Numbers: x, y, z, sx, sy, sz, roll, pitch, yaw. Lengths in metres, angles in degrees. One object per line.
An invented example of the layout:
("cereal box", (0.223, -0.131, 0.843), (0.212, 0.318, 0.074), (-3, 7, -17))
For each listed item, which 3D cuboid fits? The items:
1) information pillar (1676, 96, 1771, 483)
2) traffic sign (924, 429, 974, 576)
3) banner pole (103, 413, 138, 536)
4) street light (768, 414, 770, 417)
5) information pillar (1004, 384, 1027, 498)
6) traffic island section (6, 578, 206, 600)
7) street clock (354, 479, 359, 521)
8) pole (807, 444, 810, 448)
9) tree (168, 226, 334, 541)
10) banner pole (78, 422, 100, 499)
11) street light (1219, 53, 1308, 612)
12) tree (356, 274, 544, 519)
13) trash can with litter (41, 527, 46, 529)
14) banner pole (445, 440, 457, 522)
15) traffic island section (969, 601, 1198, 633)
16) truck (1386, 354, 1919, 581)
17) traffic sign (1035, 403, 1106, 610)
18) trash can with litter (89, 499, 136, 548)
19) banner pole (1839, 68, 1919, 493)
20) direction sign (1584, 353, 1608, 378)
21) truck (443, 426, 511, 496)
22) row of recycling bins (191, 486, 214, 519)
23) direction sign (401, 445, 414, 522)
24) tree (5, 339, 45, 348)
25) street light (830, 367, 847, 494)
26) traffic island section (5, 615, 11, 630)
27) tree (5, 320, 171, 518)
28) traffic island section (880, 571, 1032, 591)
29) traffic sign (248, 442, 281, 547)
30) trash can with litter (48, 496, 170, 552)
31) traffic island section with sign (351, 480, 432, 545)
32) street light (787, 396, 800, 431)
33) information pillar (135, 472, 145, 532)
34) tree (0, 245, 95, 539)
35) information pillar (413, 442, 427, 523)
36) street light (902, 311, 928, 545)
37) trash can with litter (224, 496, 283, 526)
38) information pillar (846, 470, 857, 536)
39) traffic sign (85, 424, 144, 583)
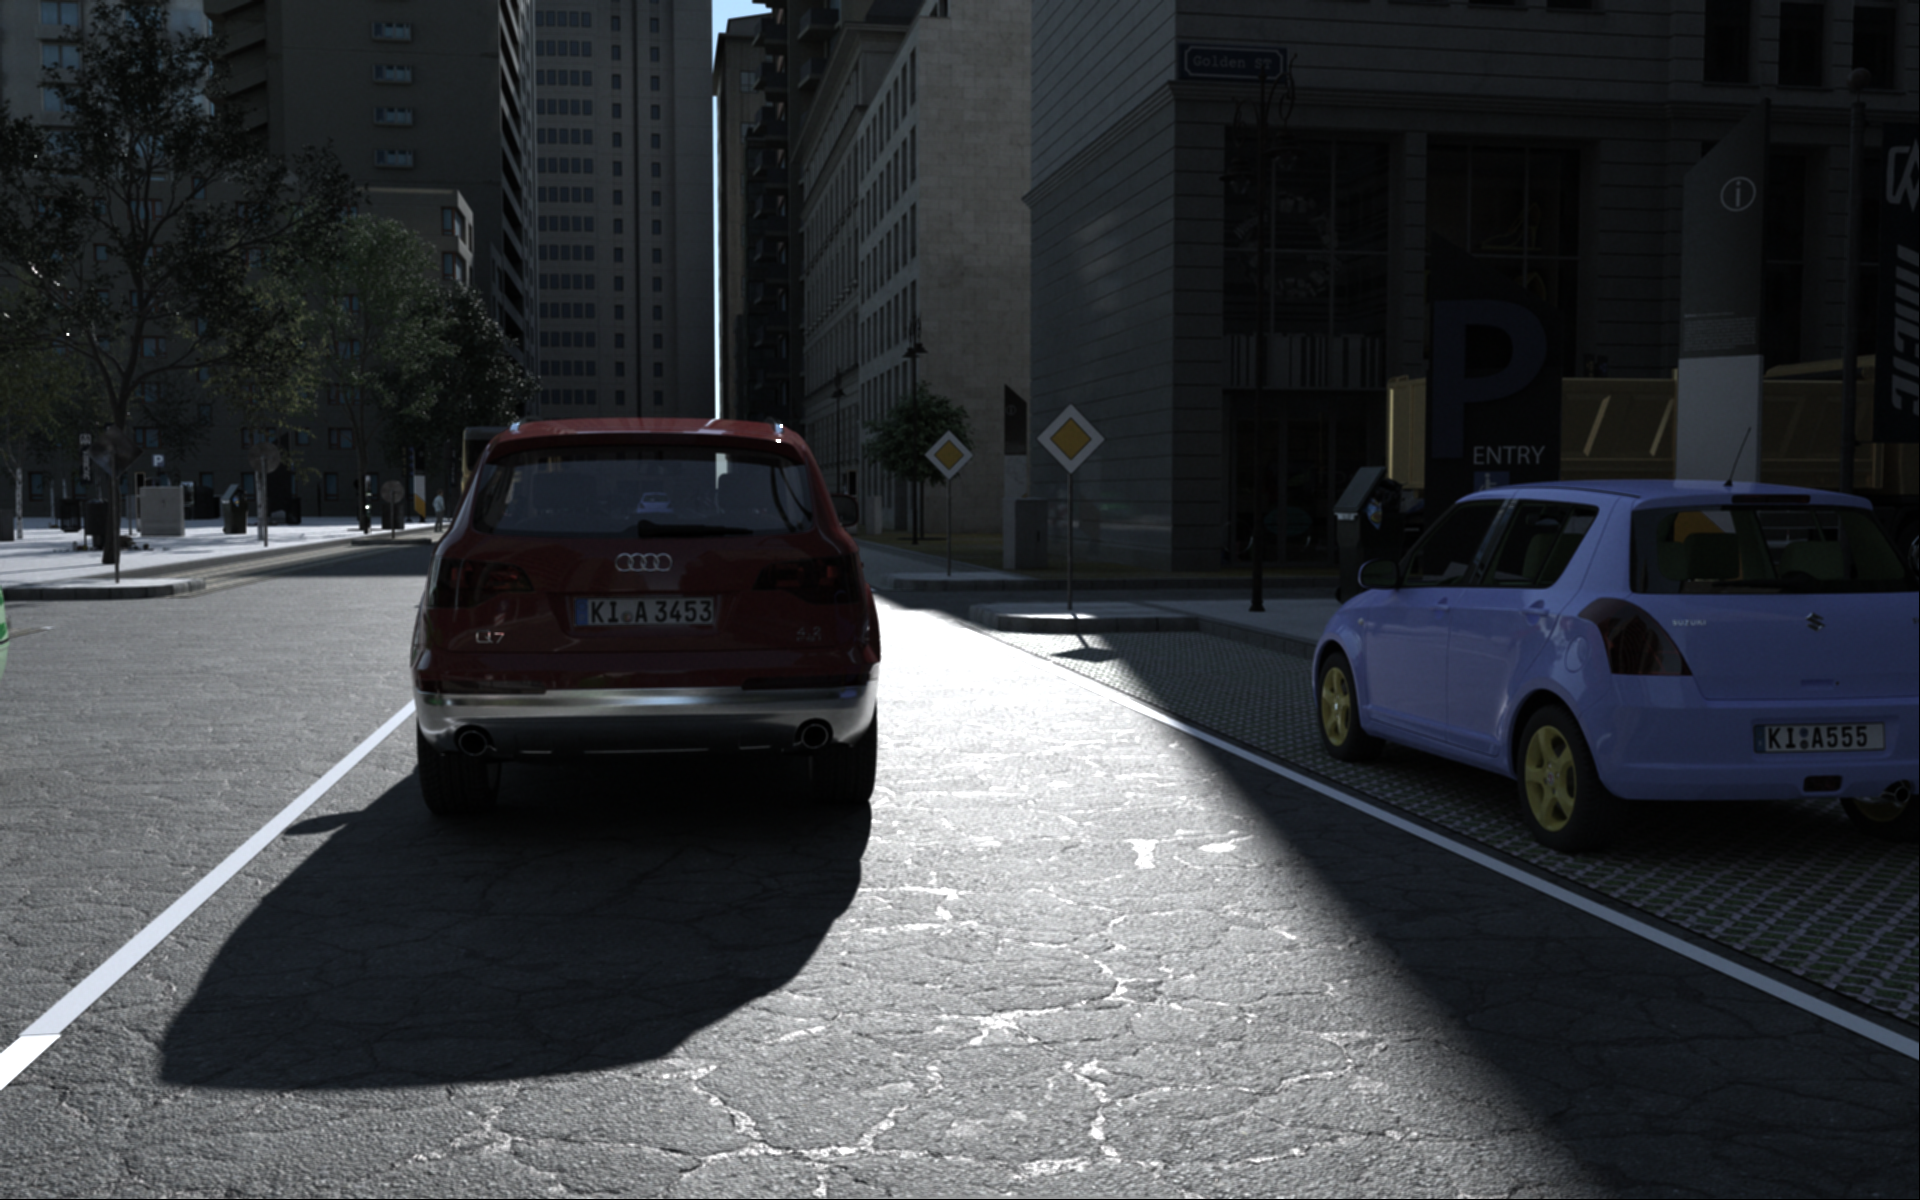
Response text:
("information pillar", (4.607, -1.169, 10.470), (0.504, 3.616, 0.183), (3, 5, 41))
("traffic sign", (-0.176, -1.427, 26.979), (0.795, 2.450, 0.064), (-1, 4, -10))
("banner pole", (-25.883, -3.876, 53.396), (0.863, 3.779, 0.401), (-2, 4, -28))
("street light", (-11.110, -7.814, 100.541), (0.468, 5.910, 1.993), (-1, 4, -10))
("information pillar", (1.164, -2.778, 36.778), (0.504, 3.616, 0.183), (0, 4, 2))
("traffic island section", (-12.161, -0.163, 24.952), (2.009, 0.180, 2.903), (-1, 4, -10))
("street clock", (-28.793, -4.800, 83.053), (0.471, 2.002, 0.358), (1, 4, 9))
("pole", (-6.268, -4.732, 71.204), (0.158, 3.312, 0.155), (0, 3, 0))
("tree", (-19.241, -5.936, 47.424), (4.360, 8.622, 3.978), (0, 3, 0))
("banner pole", (-30.297, -4.304, 60.395), (0.401, 3.779, 0.863), (3, 4, 37))
("street light", (3.252, -2.813, 18.786), (0.468, 5.910, 1.993), (-1, 4, -10))
("tree", (-26.670, -10.638, 90.938), (9.611, 12.733, 9.660), (0, 3, 0))
("trash can with litter", (-33.406, -3.315, 65.253), (2.233, 1.210, 1.678), (-1, 4, -9))
("banner pole", (-23.799, -5.565, 81.009), (0.401, 3.779, 0.863), (1, 4, 17))
("traffic island section", (1.235, 0.189, 19.197), (2.009, 0.180, 2.903), (-1, 4, -10))
("truck", (11.172, -1.763, 24.744), (9.791, 3.379, 3.469), (-1, 4, -9))
("traffic sign", (1.213, -0.946, 19.116), (0.795, 2.450, 0.064), (-1, 4, -10))
("trash can with litter", (-20.348, -1.848, 41.600), (1.055, 1.170, 0.624), (0, 4, 5))
("banner pole", (5.514, -1.243, 10.333), (0.863, 3.779, 0.401), (-1, 4, -9))
("direction sign", (10.324, -2.215, 28.219), (0.379, 3.537, 0.876), (3, 5, 42))
("truck", (-13.360, -3.440, 52.164), (3.469, 3.379, 9.791), (-1, 4, -11))
("row of recycling bins", (-38.926, -5.012, 89.056), (1.069, 1.692, 3.534), (-1, 4, -20))
("direction sign", (-25.440, -5.373, 79.850), (0.876, 3.537, 0.379), (2, 4, 33))
("tree", (-42.867, -7.691, 76.110), (4.360, 8.622, 3.978), (0, 3, 0))
("street light", (-4.415, -5.506, 62.804), (0.468, 5.910, 1.993), (-1, 4, -10))
("traffic island section", (-10.772, 0.318, 17.089), (2.009, 0.180, 2.903), (-1, 4, -10))
("tree", (-34.527, -7.257, 69.013), (4.360, 8.622, 3.978), (0, 3, 0))
("traffic island section", (-0.154, -0.292, 27.061), (2.009, 0.180, 2.903), (-1, 4, -10))
("traffic sign", (-16.919, -2.571, 42.145), (0.768, 2.556, 0.104), (0, 4, -5))
("trash can with litter", (-19.234, -1.731, 39.367), (2.233, 1.210, 1.678), (-1, 4, -11))
("traffic island section with sign", (-16.125, -2.484, 49.239), (1.989, 1.847, 2.006), (-1, 4, -10))
("street light", (-7.839, -6.659, 81.659), (0.468, 5.910, 1.993), (-1, 4, -10))
("information pillar", (-27.814, -3.322, 58.803), (0.304, 2.012, 0.304), (-2, 4, -27))
("tree", (-26.971, -6.067, 49.554), (4.737, 8.622, 4.395), (0, 3, 0))
("information pillar", (-24.075, -5.250, 77.186), (0.504, 3.616, 0.183), (-3, 5, -40))
("street light", (-1.144, -4.351, 43.922), (0.468, 5.910, 1.993), (-1, 4, -10))
("trash can with litter", (-28.701, -3.628, 70.381), (2.233, 1.210, 1.678), (-1, 4, -23))
("information pillar", (-3.336, -2.994, 53.436), (0.304, 2.012, 0.304), (-1, 4, -12))
("traffic sign", (-12.139, -1.300, 24.895), (0.795, 2.450, 0.064), (-1, 4, -10))
